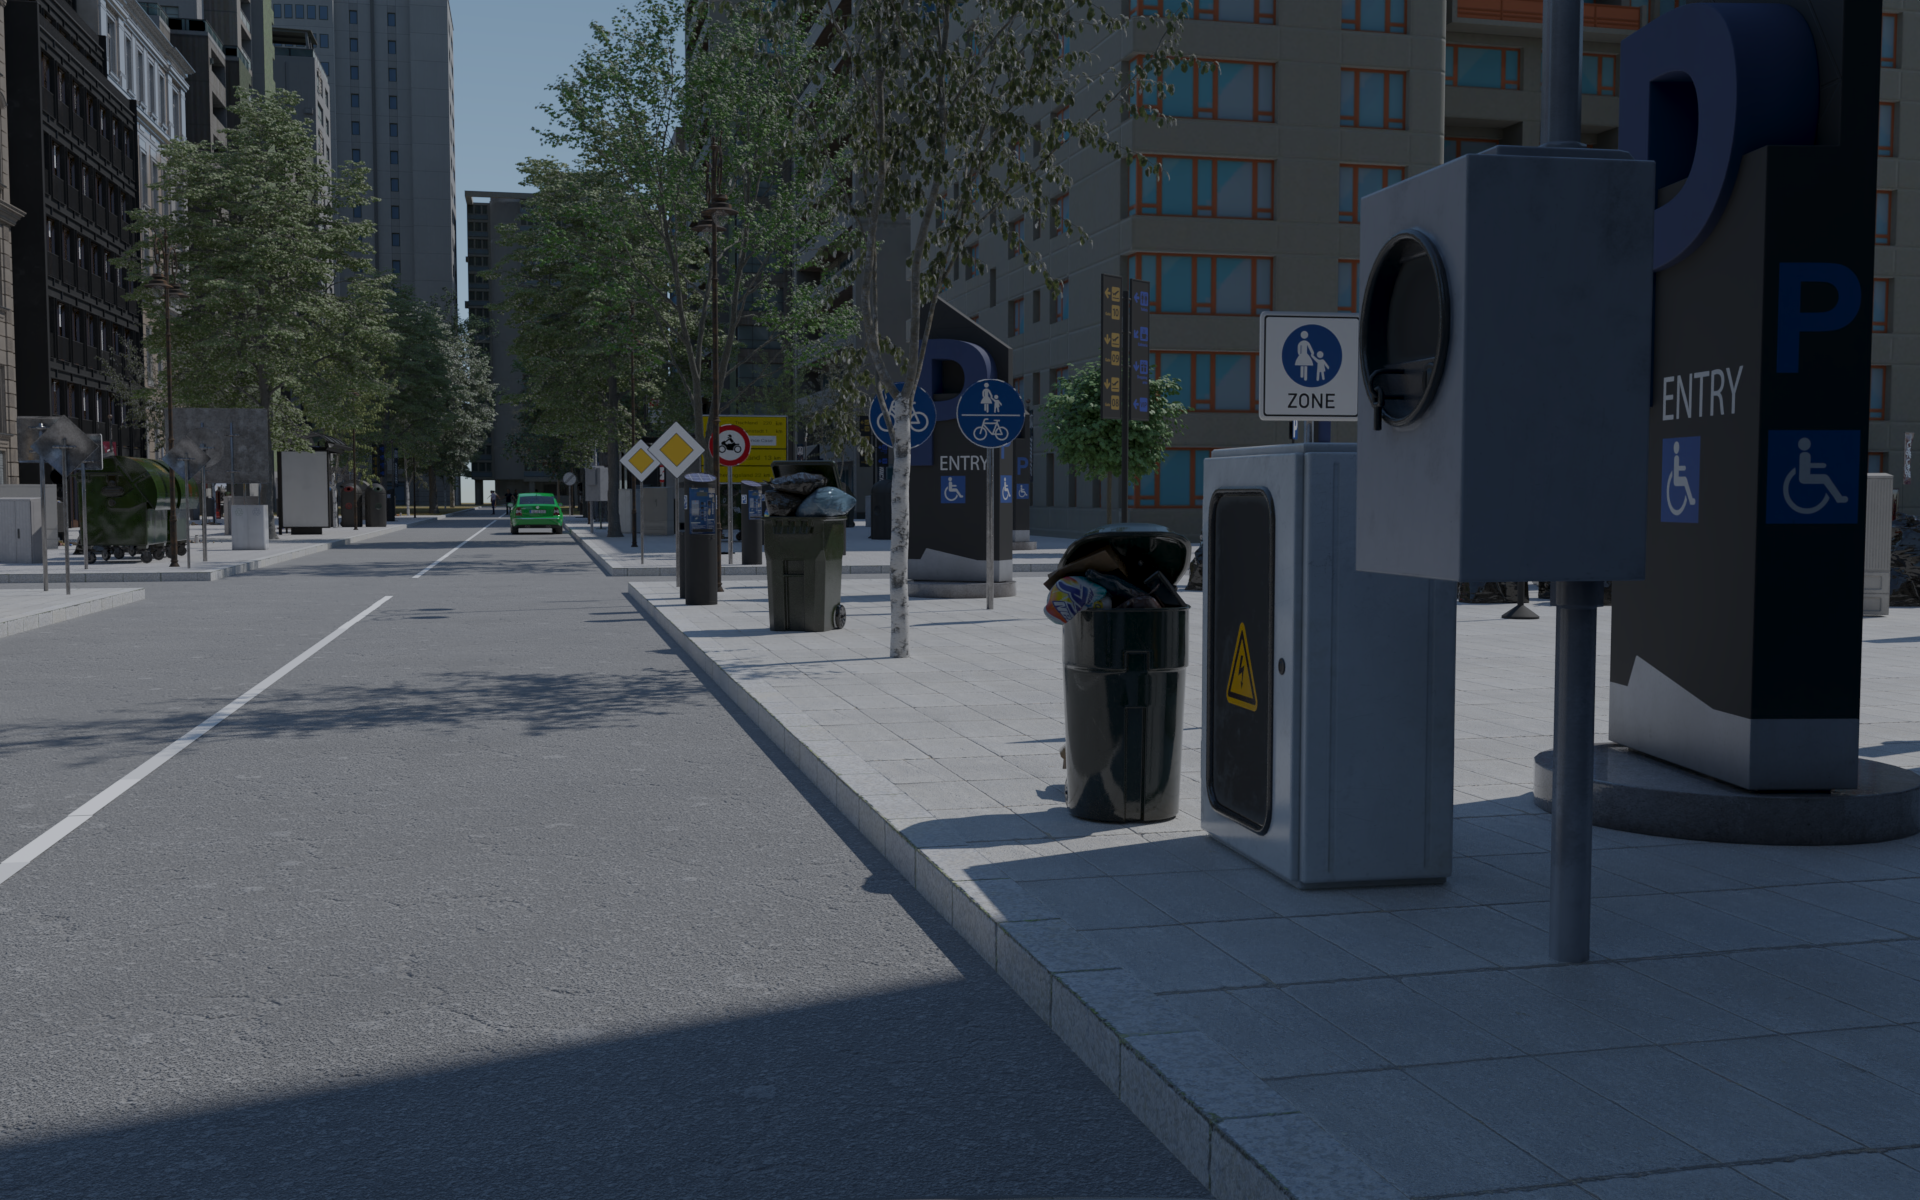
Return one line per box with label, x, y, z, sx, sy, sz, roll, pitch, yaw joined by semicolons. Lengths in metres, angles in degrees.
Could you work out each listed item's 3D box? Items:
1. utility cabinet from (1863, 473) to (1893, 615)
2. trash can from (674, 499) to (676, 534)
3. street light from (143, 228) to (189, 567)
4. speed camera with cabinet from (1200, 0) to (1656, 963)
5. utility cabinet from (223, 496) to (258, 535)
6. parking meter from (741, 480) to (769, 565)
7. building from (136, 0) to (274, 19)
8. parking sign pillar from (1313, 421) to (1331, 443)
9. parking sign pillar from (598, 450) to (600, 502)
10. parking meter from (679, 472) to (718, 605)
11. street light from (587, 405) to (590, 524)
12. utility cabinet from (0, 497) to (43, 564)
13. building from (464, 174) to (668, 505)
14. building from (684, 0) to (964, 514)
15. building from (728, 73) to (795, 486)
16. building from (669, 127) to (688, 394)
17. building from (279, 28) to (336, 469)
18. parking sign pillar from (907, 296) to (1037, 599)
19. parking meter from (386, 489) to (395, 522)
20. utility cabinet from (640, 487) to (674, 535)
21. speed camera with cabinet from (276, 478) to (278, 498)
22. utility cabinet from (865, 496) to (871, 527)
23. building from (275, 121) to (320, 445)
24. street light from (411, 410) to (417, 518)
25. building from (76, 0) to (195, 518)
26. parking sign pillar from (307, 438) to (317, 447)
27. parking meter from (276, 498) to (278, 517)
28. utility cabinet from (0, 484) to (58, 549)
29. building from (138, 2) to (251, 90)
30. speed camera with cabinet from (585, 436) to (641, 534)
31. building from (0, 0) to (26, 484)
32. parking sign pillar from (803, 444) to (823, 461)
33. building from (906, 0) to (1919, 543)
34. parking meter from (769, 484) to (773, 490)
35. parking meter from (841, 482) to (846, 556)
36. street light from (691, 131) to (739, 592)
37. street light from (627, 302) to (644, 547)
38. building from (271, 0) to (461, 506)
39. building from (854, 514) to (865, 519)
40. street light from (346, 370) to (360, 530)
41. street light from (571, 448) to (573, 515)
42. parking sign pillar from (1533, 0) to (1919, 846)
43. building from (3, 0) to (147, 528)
utility cabinet;9.147;-0.587;18.283;1.173;1.500;0.318;1;4;15
trash can;-9.355;-2.685;55.549;0.748;1.137;0.748;0;3;0
street light;-13.845;-3.521;30.349;0.468;5.910;1.993;-1;4;-14
speed camera with cabinet;1.352;-0.681;5.470;0.660;3.252;2.038;-1;4;-11
utility cabinet;-22.838;-2.683;55.032;0.306;1.237;1.020;3;4;39
parking meter;-3.781;-1.409;31.447;0.372;1.533;0.369;0;3;0
building;-54.988;-26.588;118.307;14.154;41.232;14.086;-1;4;-14
parking sign pillar;8.867;-3.342;43.122;1.447;3.967;1.447;0;4;2
parking sign pillar;-21.742;-7.095;104.475;1.447;3.967;1.447;-1;4;-21
parking meter;-3.003;-0.713;20.072;0.372;1.533;0.369;0;3;0
street light;-15.659;-6.130;73.014;0.468;5.910;1.993;-1;4;-14
utility cabinet;-17.497;-1.284;32.149;1.020;1.237;0.306;1;4;22
building;-47.857;-31.801;211.820;23.993;40.220;32.217;-1;4;-14
building;-10.662;-31.656;141.273;21.300;48.544;21.600;-1;4;-14
building;-9.681;-21.530;123.713;14.160;30.474;14.107;-1;4;-14
building;-27.282;-34.121;207.983;14.200;45.320;14.600;-1;4;-14
building;-63.442;-28.773;154.040;14.086;41.232;14.154;-1;4;-14
parking sign pillar;-0.006;-2.040;21.829;1.447;3.967;1.447;2;4;26
parking meter;-26.591;-4.432;80.867;0.372;1.533;0.369;0;3;0
utility cabinet;-9.337;-2.731;53.335;1.173;1.500;0.318;3;4;36
speed camera with cabinet;-35.462;-6.009;92.585;2.038;3.252;0.660;-3;5;-44
utility cabinet;-3.165;-3.430;67.244;1.020;1.237;0.306;2;4;23
building;-57.593;-22.088;132.844;14.160;30.474;14.107;-1;4;-14
street light;-29.420;-7.371;93.303;0.468;5.910;1.993;-1;4;-14
building;-46.060;-18.258;84.424;13.634;28.700;20.117;-1;4;-14
parking sign pillar;-26.411;-5.041;70.889;1.447;3.967;1.447;0;4;-4
parking meter;-38.038;-5.410;96.866;0.372;1.533;0.369;0;3;0
utility cabinet;-21.300;-1.888;39.551;1.173;1.500;0.318;-3;5;-41
building;-51.214;-20.383;104.966;14.160;30.474;14.107;-1;4;-14
speed camera with cabinet;-11.364;-3.825;56.876;2.038;3.252;0.660;2;4;32
building;-35.752;-15.298;47.388;12.463;27.353;25.104;-1;4;-14
parking sign pillar;-8.011;-6.481;94.431;1.447;3.967;1.447;3;5;44
building;15.127;-13.206;60.952;28.899;21.520;27.650;-1;4;-14
parking meter;-4.891;-2.154;43.637;0.372;1.533;0.369;0;3;0
parking meter;-2.571;-1.701;36.216;0.372;1.533;0.369;0;3;0
street light;-3.184;-3.044;22.551;0.468;5.910;1.993;-1;4;-14
street light;-7.883;-4.219;41.768;0.468;5.910;1.993;-1;4;-14
building;-72.698;-40.223;199.637;28.212;58.520;21.231;-1;4;-14
building;2.574;-29.088;99.283;21.300;48.544;21.600;-1;4;-14
street light;-21.567;-5.435;61.642;0.468;5.910;1.993;-1;4;-14
street light;-23.391;-8.042;104.279;0.468;5.910;1.993;-1;4;-14
parking sign pillar;3.085;-1.127;6.906;1.447;3.967;1.447;0;4;-2
building;-40.290;-14.544;67.464;12.332;23.373;15.834;-1;4;-14
